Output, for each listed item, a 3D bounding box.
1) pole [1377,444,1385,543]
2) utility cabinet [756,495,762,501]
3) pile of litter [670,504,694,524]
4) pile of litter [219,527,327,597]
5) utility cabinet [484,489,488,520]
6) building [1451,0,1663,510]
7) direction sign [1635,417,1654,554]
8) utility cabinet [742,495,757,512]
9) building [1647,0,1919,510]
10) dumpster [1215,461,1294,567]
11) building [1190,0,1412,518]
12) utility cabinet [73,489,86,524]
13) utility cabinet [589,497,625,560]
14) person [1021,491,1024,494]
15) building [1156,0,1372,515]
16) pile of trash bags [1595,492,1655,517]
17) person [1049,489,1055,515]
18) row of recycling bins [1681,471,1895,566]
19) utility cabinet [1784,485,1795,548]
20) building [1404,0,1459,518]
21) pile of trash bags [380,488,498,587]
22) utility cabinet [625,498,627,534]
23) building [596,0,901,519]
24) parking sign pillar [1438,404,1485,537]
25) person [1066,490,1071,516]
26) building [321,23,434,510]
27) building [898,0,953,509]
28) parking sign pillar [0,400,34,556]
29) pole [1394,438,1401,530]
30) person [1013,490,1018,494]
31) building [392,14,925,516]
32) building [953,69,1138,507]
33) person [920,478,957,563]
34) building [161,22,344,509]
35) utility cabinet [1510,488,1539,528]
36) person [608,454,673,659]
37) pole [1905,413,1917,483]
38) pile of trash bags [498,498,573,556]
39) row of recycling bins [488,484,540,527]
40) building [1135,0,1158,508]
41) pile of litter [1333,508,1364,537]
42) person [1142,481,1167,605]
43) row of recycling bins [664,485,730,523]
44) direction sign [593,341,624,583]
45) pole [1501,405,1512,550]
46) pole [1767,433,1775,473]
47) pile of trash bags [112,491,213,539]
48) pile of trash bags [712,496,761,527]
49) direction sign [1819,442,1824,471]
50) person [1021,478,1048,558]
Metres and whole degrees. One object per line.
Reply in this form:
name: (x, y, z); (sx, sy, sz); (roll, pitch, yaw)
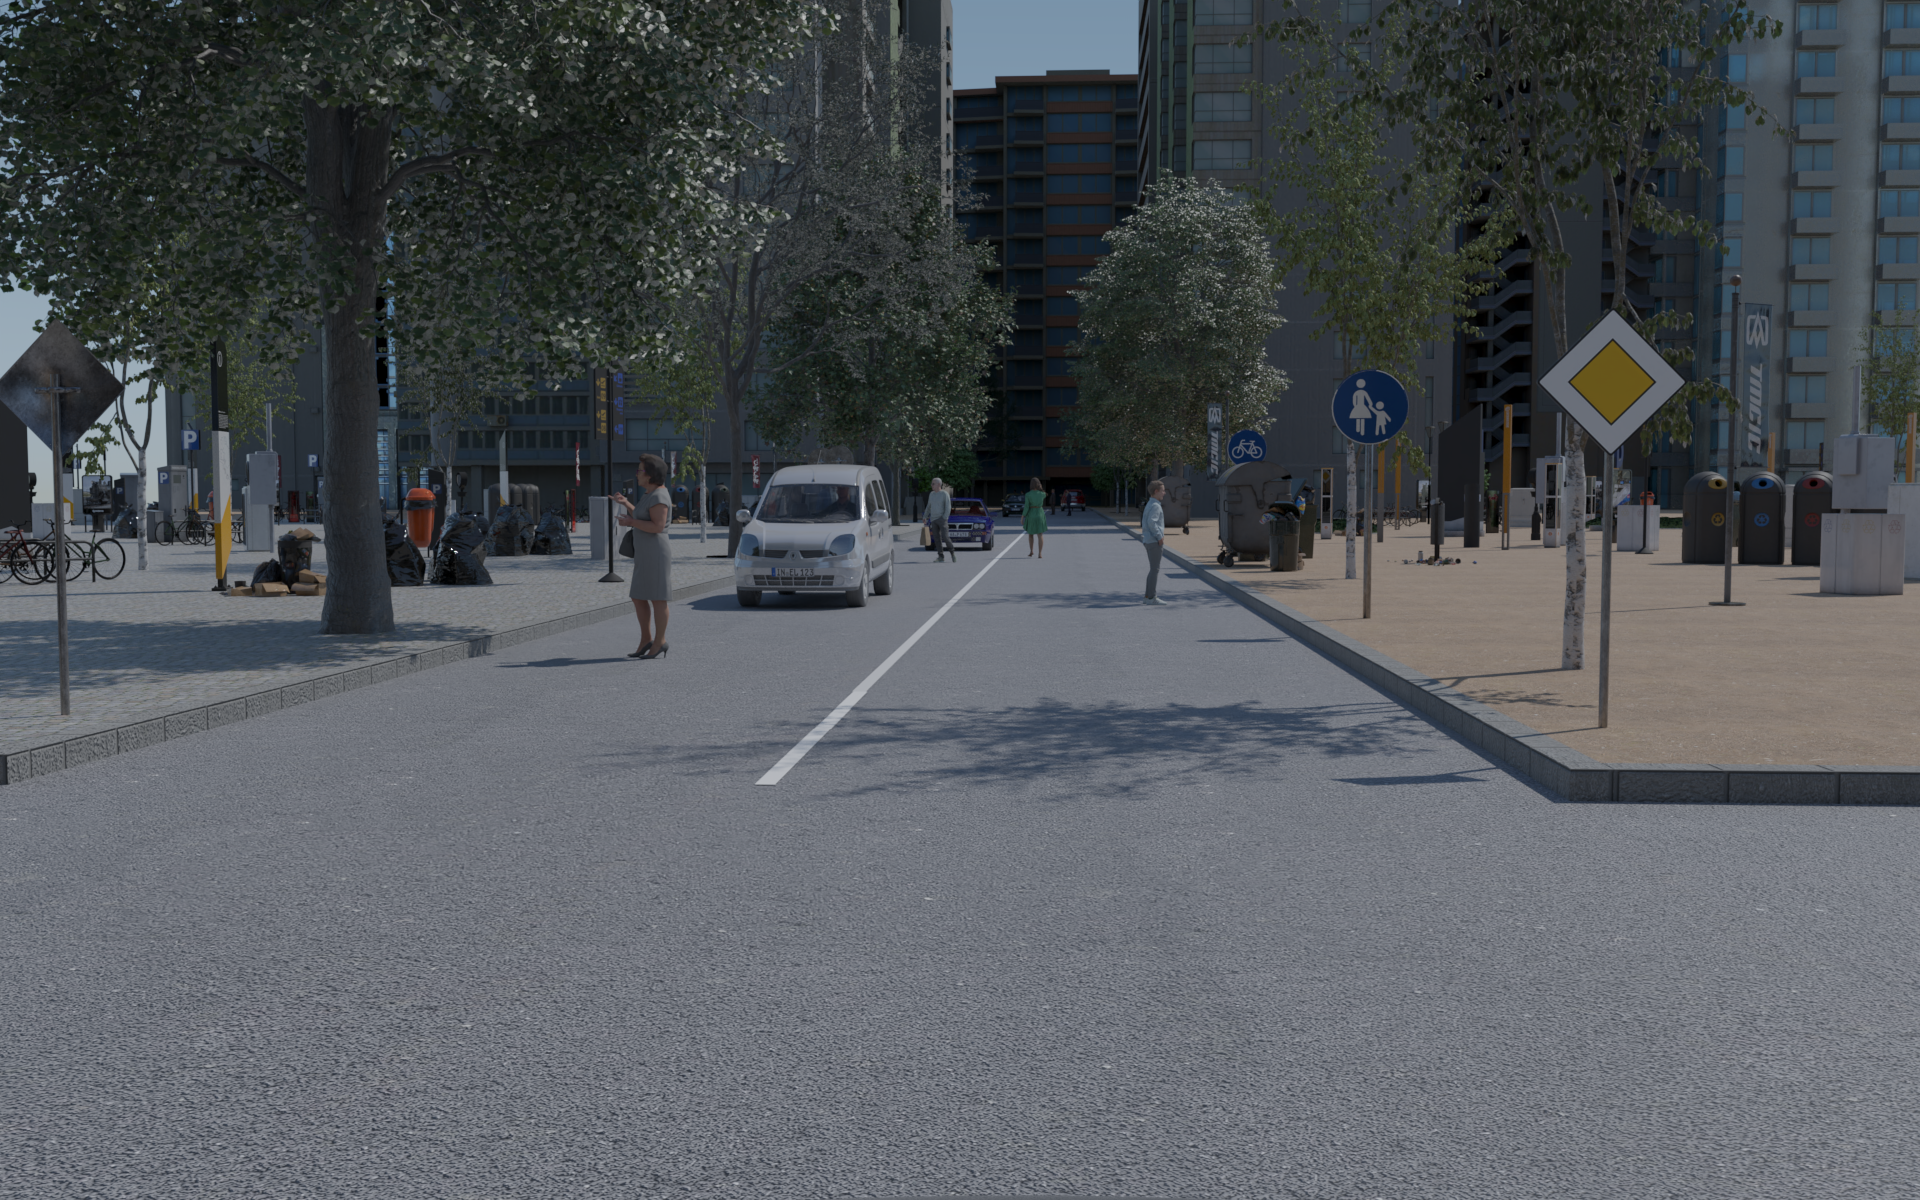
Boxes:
pole: (11.138, -3.179, 45.823); (0.158, 3.312, 0.155); (0, 3, 0)
utility cabinet: (-7.686, -3.642, 70.712); (1.020, 1.237, 0.306); (0, 4, 2)
pile of litter: (-12.252, -3.715, 74.706); (1.719, 0.858, 1.176); (-2, 4, -25)
pile of litter: (-8.494, -0.493, 22.023); (1.719, 0.858, 1.176); (1, 4, 13)
utility cabinet: (-21.532, -4.389, 80.446); (1.173, 1.500, 0.318); (1, 4, 22)
building: (49.903, -30.452, 147.996); (14.200, 45.320, 14.600); (0, 4, 3)
direction sign: (14.654, -2.752, 36.990); (0.379, 3.537, 0.876); (1, 4, 8)
utility cabinet: (-9.941, -4.268, 80.951); (1.020, 1.237, 0.306); (2, 4, 26)
building: (71.880, -31.912, 141.366); (30.456, 49.044, 23.786); (0, 4, 3)
dumpster: (5.252, -1.537, 30.889); (1.264, 1.857, 1.865); (0, 4, 3)
building: (20.497, -26.248, 112.746); (14.154, 41.232, 14.086); (0, 4, 3)
utility cabinet: (-37.152, -3.894, 72.349); (0.318, 1.500, 1.173); (2, 4, 29)
utility cabinet: (-6.993, -1.413, 34.270); (0.306, 1.237, 1.020); (0, 4, 8)
person: (5.518, -8.914, 155.030); (0.721, 1.735, 1.217); (1, 4, 23)
building: (21.334, -27.106, 126.780); (14.154, 41.232, 14.086); (0, 4, 3)
pile of trash bags: (28.549, -4.013, 75.369); (3.447, 1.369, 1.912); (0, 4, -8)
person: (6.392, -6.773, 119.797); (0.434, 1.755, 0.990); (0, 4, -5)
row of recycling bins: (15.026, -1.490, 31.467); (3.534, 1.692, 1.069); (2, 4, 26)
utility cabinet: (20.068, -1.970, 40.882); (1.173, 1.500, 0.318); (-1, 4, -15)
building: (19.837, -25.389, 98.701); (14.154, 41.232, 14.086); (0, 4, 3)
pile of trash bags: (-7.975, -0.968, 25.582); (1.912, 1.369, 3.447); (-1, 4, -19)
utility cabinet: (-8.054, -1.744, 39.678); (1.020, 1.237, 0.306); (3, 5, 40)
building: (-10.844, -24.992, 92.211); (14.154, 41.232, 14.086); (0, 4, 3)
parking sign pillar: (15.159, -3.910, 52.397); (1.447, 3.967, 1.447); (3, 4, 36)
person: (7.095, -6.336, 113.019); (0.530, 1.710, 0.541); (2, 4, 31)
building: (-38.094, -51.033, 147.059); (31.000, 86.520, 22.319); (0, 4, 3)
building: (-11.769, -32.059, 147.858); (21.600, 48.544, 21.300); (0, 4, 3)
parking sign pillar: (-20.404, -2.938, 36.507); (1.447, 3.967, 1.447); (3, 5, 41)
pole: (15.656, -4.164, 61.926); (0.158, 3.312, 0.155); (0, 3, 0)
person: (4.558, -8.274, 143.800); (1.348, 1.821, 0.705); (-1, 4, -21)
building: (-18.921, -25.681, 111.764); (32.217, 40.220, 23.993); (0, 4, 3)
building: (11.576, -32.248, 181.871); (28.867, 44.769, 22.147); (0, 4, 3)
person: (-0.480, -1.674, 36.350); (0.782, 1.767, 0.515); (3, 4, 38)
building: (-60.759, -28.761, 153.843); (14.086, 41.232, 14.154); (0, 4, 3)
utility cabinet: (21.231, -3.460, 65.242); (0.318, 1.500, 1.173); (-2, 4, -35)
person: (-2.798, -0.383, 15.116); (0.532, 1.782, 0.716); (-1, 4, -22)
pole: (23.883, -3.040, 43.541); (0.158, 3.312, 0.155); (0, 3, 0)
pile of trash bags: (-9.929, -1.611, 36.095); (1.912, 1.369, 3.447); (3, 5, 43)
row of recycling bins: (-17.712, -3.785, 69.003); (1.069, 1.692, 3.534); (1, 4, 11)
building: (25.906, -31.851, 144.468); (21.300, 48.544, 21.600); (0, 4, 3)
pile of litter: (11.993, -2.384, 52.939); (1.176, 0.858, 1.719); (1, 4, 21)
person: (2.516, -0.738, 22.377); (0.330, 1.601, 0.589); (0, 4, 6)
row of recycling bins: (-12.008, -4.272, 76.955); (3.534, 1.692, 1.069); (-1, 4, -13)
direction sign: (-5.087, -2.028, 25.159); (0.379, 3.537, 0.876); (1, 4, 16)
pole: (12.514, -2.800, 39.630); (0.158, 3.312, 0.155); (0, 3, 0)
pole: (26.916, -3.895, 57.518); (0.158, 3.312, 0.155); (0, 3, 0)
pile of trash bags: (-23.135, -2.538, 51.250); (1.912, 1.369, 3.447); (2, 4, 27)
pile of trash bags: (-8.261, -3.579, 68.263); (1.912, 1.369, 3.447); (-3, 5, -39)
direction sign: (37.897, -5.156, 76.290); (0.379, 3.537, 0.876); (1, 4, 18)
person: (1.681, -1.835, 38.743); (0.600, 1.795, 0.529); (-1, 4, -17)
